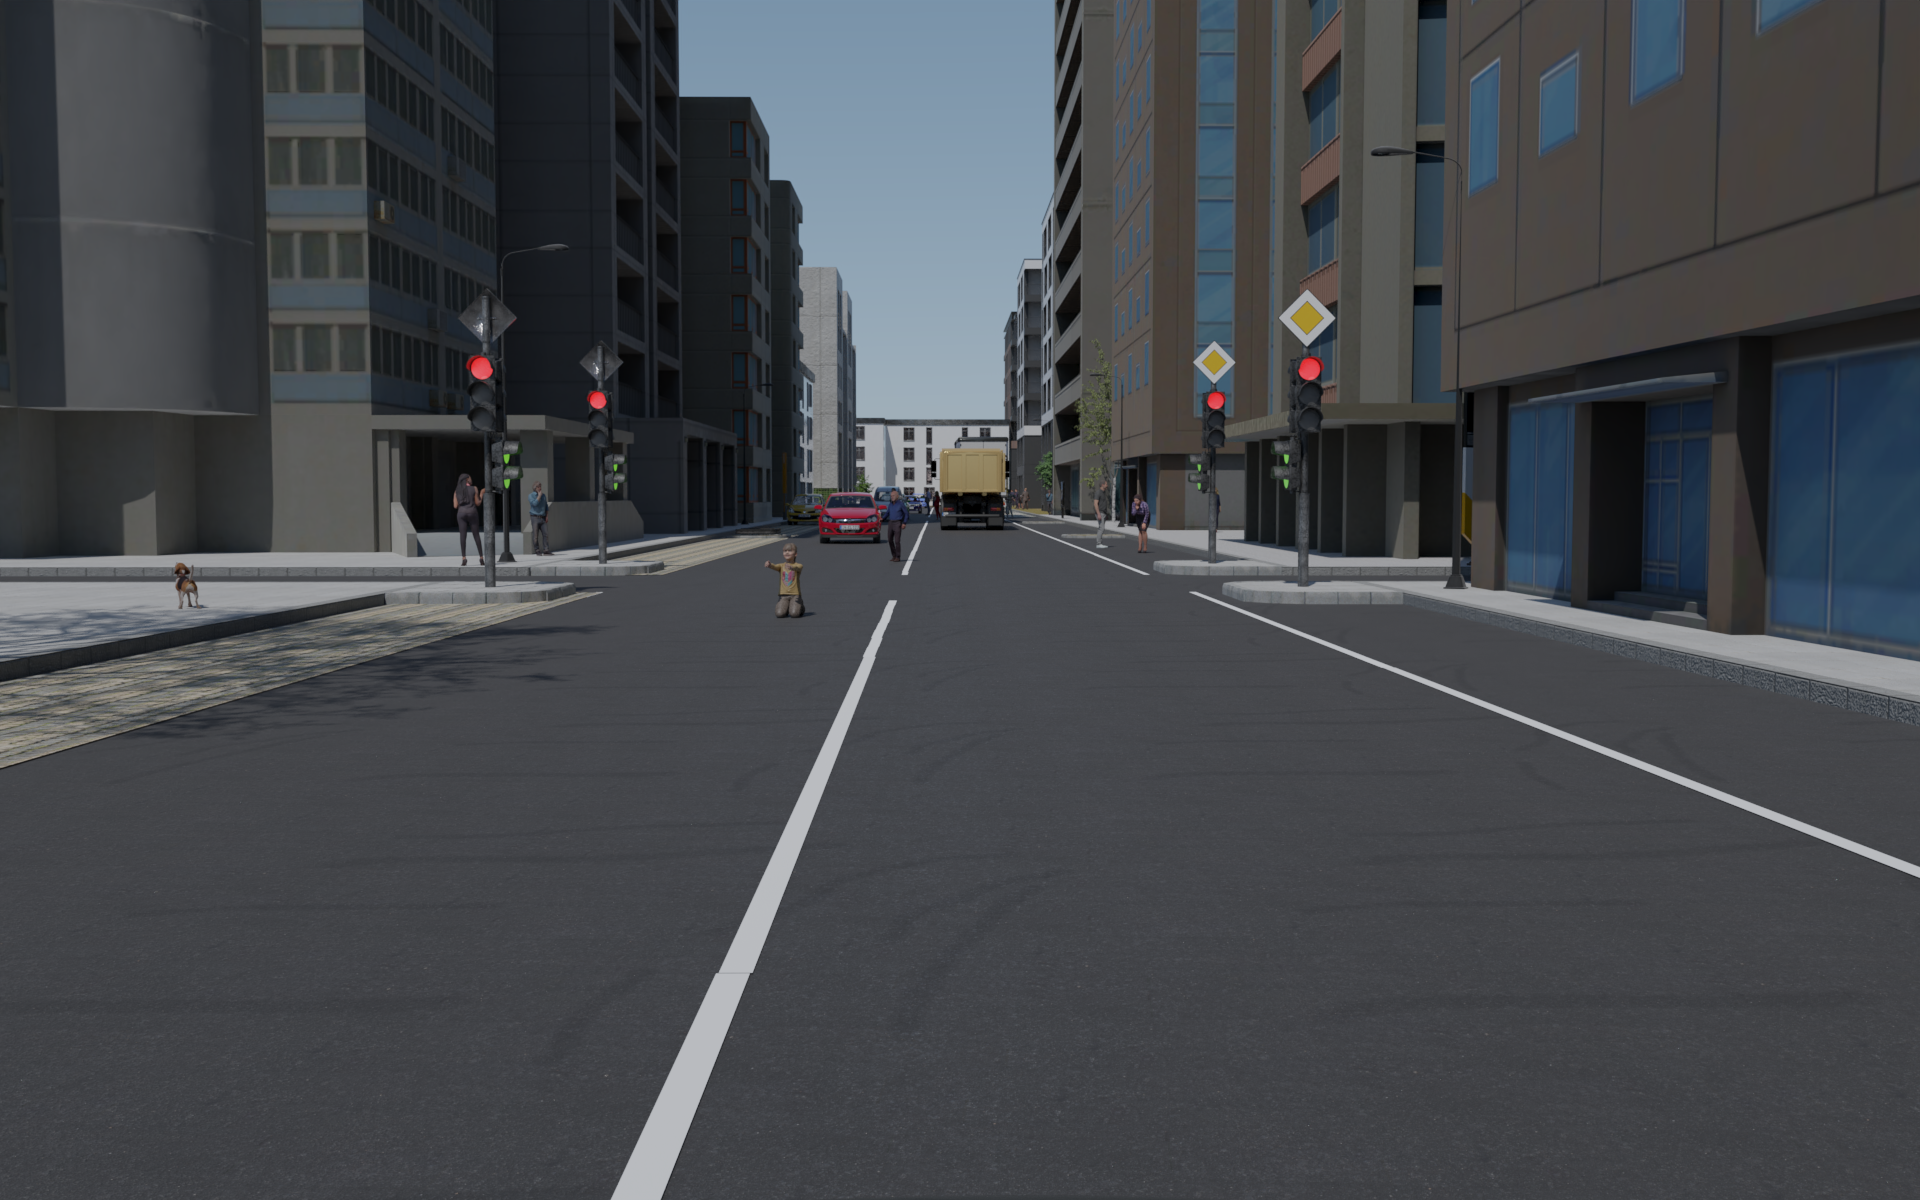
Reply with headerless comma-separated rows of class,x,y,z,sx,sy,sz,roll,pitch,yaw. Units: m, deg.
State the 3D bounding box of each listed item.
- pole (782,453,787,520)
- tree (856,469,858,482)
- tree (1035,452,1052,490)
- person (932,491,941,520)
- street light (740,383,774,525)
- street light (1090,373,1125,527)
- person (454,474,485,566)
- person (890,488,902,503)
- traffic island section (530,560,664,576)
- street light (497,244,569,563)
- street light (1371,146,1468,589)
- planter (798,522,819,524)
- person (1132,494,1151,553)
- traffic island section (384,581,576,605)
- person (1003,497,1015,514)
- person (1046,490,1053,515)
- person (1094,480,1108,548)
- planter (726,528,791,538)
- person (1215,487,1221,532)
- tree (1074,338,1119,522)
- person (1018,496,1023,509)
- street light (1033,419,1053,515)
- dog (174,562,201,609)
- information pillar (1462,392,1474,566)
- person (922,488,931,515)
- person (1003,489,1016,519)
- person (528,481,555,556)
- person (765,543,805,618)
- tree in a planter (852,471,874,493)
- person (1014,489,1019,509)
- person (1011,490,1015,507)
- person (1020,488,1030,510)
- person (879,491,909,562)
pole,-8.626,-5.590,85.232,0.158,3.312,0.155,0,3,0
tree,-11.497,-11.455,171.002,4.285,4.588,4.351,0,3,0
tree,6.660,-8.075,115.739,4.285,4.588,4.351,0,3,0
person,-1.274,-5.253,96.089,0.593,1.614,0.444,-1,4,-20
street light,-8.513,-6.127,72.714,1.470,5.913,1.316,0,4,-1
street light,5.678,-5.754,66.613,1.470,5.913,1.316,0,4,-1
person,-8.748,-1.433,30.937,0.415,1.643,0.593,3,4,36
person,-3.084,-4.416,81.432,0.376,1.734,0.841,-3,4,-36
traffic island section,-6.585,-0.585,31.846,2.009,0.180,2.903,0,4,-1
street light,-7.971,-3.658,32.357,1.470,5.913,1.316,0,4,-1
street light,6.184,-3.105,23.313,1.470,5.913,1.316,0,4,-1
planter,-6.891,-3.867,84.361,1.991,0.319,1.994,0,4,-1
person,4.384,-1.845,41.906,0.421,1.427,0.697,2,4,26
traffic island section,-6.488,-0.097,23.861,2.009,0.180,2.903,0,4,-1
person,3.397,-6.889,121.847,1.217,1.736,0.721,3,5,42
person,5.499,-5.959,105.687,0.499,1.552,0.429,1,4,13
person,3.794,-2.296,46.171,0.434,1.807,0.598,2,4,34
planter,-6.564,-2.175,56.694,1.991,0.319,1.994,0,4,-1
person,8.497,-3.022,57.998,0.480,1.512,0.613,-1,4,-22
tree,7.013,-7.850,78.708,4.737,8.622,4.395,0,3,0
person,5.349,-8.454,147.448,0.799,1.438,0.628,-2,4,-27
street light,5.182,-8.218,106.906,1.470,5.913,1.316,0,4,-1
dog,-8.708,-0.162,19.472,0.540,0.507,0.406,1,4,15
information pillar,9.213,-2.421,30.939,0.504,3.616,0.183,-1,4,-21
person,-2.266,-6.583,116.008,0.599,1.838,0.709,0,4,3
person,2.869,-5.640,101.434,0.841,1.734,0.376,-1,4,-20
person,-8.693,-1.690,35.882,0.499,1.552,0.429,-2,4,-23
person,-2.010,-0.224,20.090,0.347,0.859,0.695,1,4,10
tree in a planter,-7.489,-8.338,133.553,1.991,3.239,1.994,0,4,-1
person,4.935,-8.805,150.925,0.530,1.710,0.541,1,4,19
person,5.025,-9.730,166.047,0.541,1.710,0.530,-1,4,-9
person,5.366,-8.366,143.381,0.990,1.755,0.434,-2,4,-30
person,-1.448,-1.558,36.667,0.600,1.496,0.574,-2,4,-30
